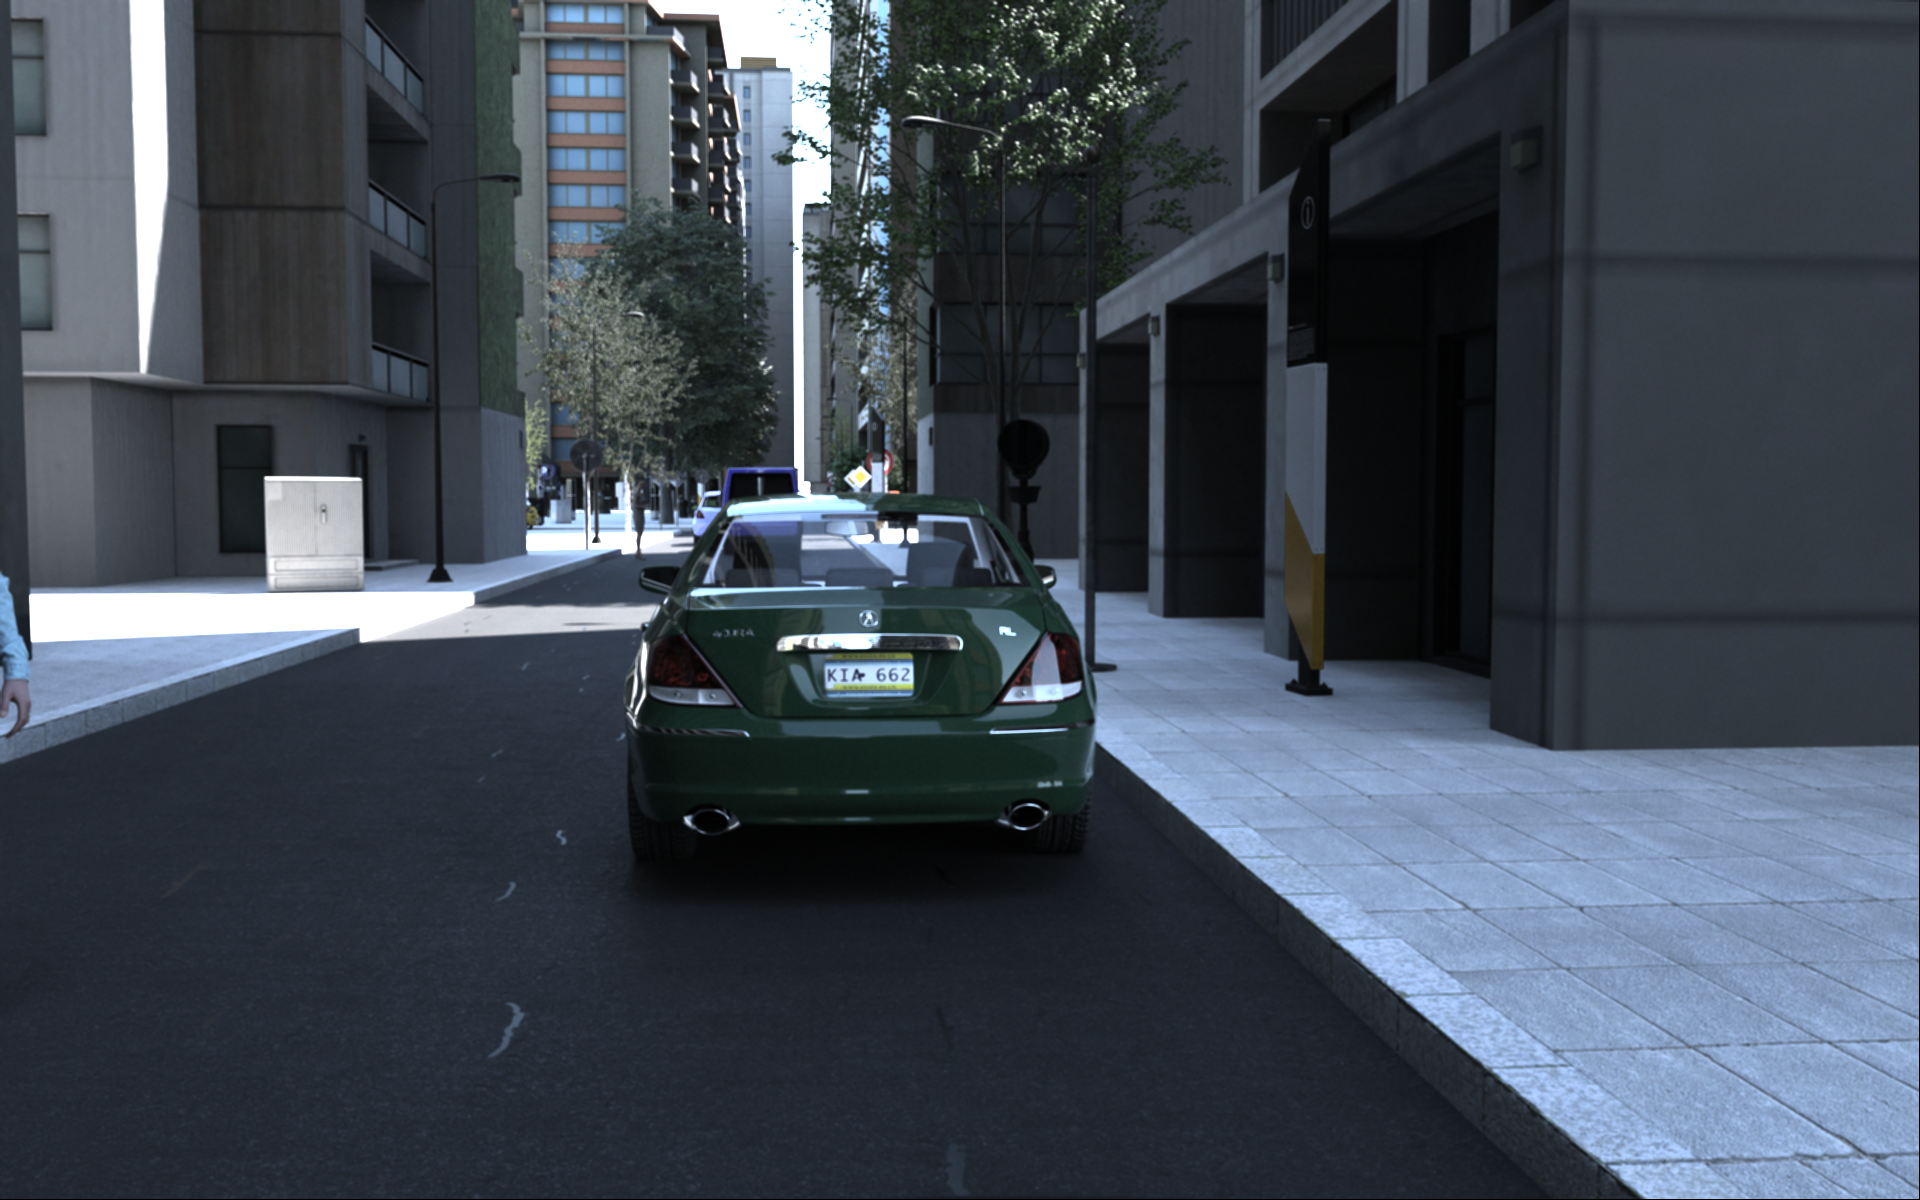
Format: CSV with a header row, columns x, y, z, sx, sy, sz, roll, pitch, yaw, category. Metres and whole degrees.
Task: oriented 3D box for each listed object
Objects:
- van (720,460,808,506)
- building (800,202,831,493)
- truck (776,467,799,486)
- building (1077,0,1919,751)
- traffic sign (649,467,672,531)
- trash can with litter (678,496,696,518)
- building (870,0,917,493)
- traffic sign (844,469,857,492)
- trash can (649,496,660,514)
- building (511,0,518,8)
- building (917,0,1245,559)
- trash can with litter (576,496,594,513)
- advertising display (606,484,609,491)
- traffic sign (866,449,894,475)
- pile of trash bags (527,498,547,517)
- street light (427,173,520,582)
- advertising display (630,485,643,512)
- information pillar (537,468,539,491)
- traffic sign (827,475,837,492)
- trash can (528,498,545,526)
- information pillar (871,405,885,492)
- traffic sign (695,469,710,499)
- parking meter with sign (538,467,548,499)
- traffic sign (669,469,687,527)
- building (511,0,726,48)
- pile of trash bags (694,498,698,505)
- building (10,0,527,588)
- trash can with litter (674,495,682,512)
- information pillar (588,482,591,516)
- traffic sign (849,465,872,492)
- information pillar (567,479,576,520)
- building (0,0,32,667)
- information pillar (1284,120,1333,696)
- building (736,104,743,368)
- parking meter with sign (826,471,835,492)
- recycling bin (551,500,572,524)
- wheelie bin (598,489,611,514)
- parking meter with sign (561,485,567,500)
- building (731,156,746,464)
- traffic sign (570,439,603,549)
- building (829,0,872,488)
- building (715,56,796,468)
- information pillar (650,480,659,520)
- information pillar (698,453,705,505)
x,y,z,sx,sy,sz,roll,pitch,yaw,category
-4.858,-2.345,42.733,2.240,2.365,5.245,0,4,-6,van
-14.579,-33.771,235.750,14.086,41.232,14.154,0,4,-5,building
-18.745,-12.128,187.205,2.839,4.237,11.283,0,4,-7,truck
12.705,-35.086,11.916,20.563,71.187,20.611,0,4,-5,building
-10.417,-3.467,60.326,0.795,2.450,0.064,0,4,-5,traffic sign
-16.268,-5.612,103.139,1.055,1.170,0.624,0,4,8,trash can with litter
2.339,-27.131,93.699,14.600,45.320,14.200,0,4,-5,building
-4.234,-3.991,68.893,0.795,2.450,0.064,0,4,-5,traffic sign
-18.875,-5.843,107.181,0.748,1.137,0.748,0,3,0,trash can
-60.976,-48.598,232.828,20.611,71.187,20.563,0,4,-5,building
5.846,-16.442,40.526,14.160,30.474,14.107,0,4,-5,building
-25.376,-6.457,116.626,2.233,1.210,1.678,2,4,31,trash can with litter
-23.188,-6.649,113.930,0.123,1.923,0.974,0,4,-8,advertising display
-2.216,-2.936,48.110,0.768,2.556,0.104,0,4,-1,traffic sign
-24.993,-5.388,97.840,1.912,1.369,3.447,2,4,33,pile of trash bags
-7.068,-3.220,25.194,1.470,5.913,1.316,0,4,-5,street light
-23.636,-7.431,126.714,0.974,1.923,0.123,1,4,14,advertising display
-33.401,-8.952,137.724,0.504,3.616,0.183,2,4,35,information pillar
-8.596,-7.164,117.233,0.768,2.556,0.104,0,4,2,traffic sign
-17.189,-3.587,70.307,0.748,1.137,0.748,0,3,0,trash can
-2.165,-3.322,45.661,0.183,3.616,0.504,-3,5,-40,information pillar
-13.034,-5.353,87.627,0.768,2.556,0.104,0,4,0,traffic sign
-26.579,-6.958,110.022,0.543,3.016,1.738,0,4,-4,parking meter with sign
-11.151,-3.953,68.277,0.795,2.450,0.064,0,4,-5,traffic sign
-32.023,-30.651,155.775,22.147,44.769,28.867,0,4,-5,building
-18.706,-7.437,131.352,1.912,1.369,3.447,3,5,42,pile of trash bags
-15.587,-21.079,28.237,14.154,41.232,14.086,0,4,-5,building
-20.560,-7.110,127.312,1.678,1.210,2.233,-2,4,-26,trash can with litter
-21.976,-5.979,102.255,0.304,2.012,0.304,-1,4,-13,information pillar
-3.500,-3.505,60.941,0.795,2.450,0.064,0,4,-5,traffic sign
-18.934,-4.884,84.341,0.304,2.012,0.304,2,4,30,information pillar
-16.825,-23.047,0.516,21.300,48.544,21.600,0,4,-5,building
2.236,-1.211,11.154,0.183,3.616,0.504,-1,4,-11,information pillar
-34.559,-32.426,184.797,22.147,44.769,28.867,0,4,-5,building
-9.678,-8.340,132.626,0.543,3.016,1.738,-2,4,-26,parking meter with sign
-17.293,-3.824,75.077,0.722,1.027,0.722,-2,4,-31,recycling bin
-22.785,-6.292,110.777,0.693,1.594,0.980,3,4,37,wheelie bin
-32.472,-8.885,141.525,0.543,3.016,1.738,1,4,16,parking meter with sign
-32.966,-32.158,209.384,14.086,41.232,14.154,0,4,-5,building
-8.664,-2.449,40.149,0.768,2.556,0.104,0,4,3,traffic sign
-0.884,-32.591,156.571,21.300,48.544,21.600,0,4,-5,building
-36.596,-42.432,235.765,28.212,58.520,21.231,0,4,-5,building
-15.011,-4.938,85.220,0.304,2.012,0.304,3,4,37,information pillar
-13.292,-5.975,89.041,0.504,3.616,0.183,3,5,42,information pillar
